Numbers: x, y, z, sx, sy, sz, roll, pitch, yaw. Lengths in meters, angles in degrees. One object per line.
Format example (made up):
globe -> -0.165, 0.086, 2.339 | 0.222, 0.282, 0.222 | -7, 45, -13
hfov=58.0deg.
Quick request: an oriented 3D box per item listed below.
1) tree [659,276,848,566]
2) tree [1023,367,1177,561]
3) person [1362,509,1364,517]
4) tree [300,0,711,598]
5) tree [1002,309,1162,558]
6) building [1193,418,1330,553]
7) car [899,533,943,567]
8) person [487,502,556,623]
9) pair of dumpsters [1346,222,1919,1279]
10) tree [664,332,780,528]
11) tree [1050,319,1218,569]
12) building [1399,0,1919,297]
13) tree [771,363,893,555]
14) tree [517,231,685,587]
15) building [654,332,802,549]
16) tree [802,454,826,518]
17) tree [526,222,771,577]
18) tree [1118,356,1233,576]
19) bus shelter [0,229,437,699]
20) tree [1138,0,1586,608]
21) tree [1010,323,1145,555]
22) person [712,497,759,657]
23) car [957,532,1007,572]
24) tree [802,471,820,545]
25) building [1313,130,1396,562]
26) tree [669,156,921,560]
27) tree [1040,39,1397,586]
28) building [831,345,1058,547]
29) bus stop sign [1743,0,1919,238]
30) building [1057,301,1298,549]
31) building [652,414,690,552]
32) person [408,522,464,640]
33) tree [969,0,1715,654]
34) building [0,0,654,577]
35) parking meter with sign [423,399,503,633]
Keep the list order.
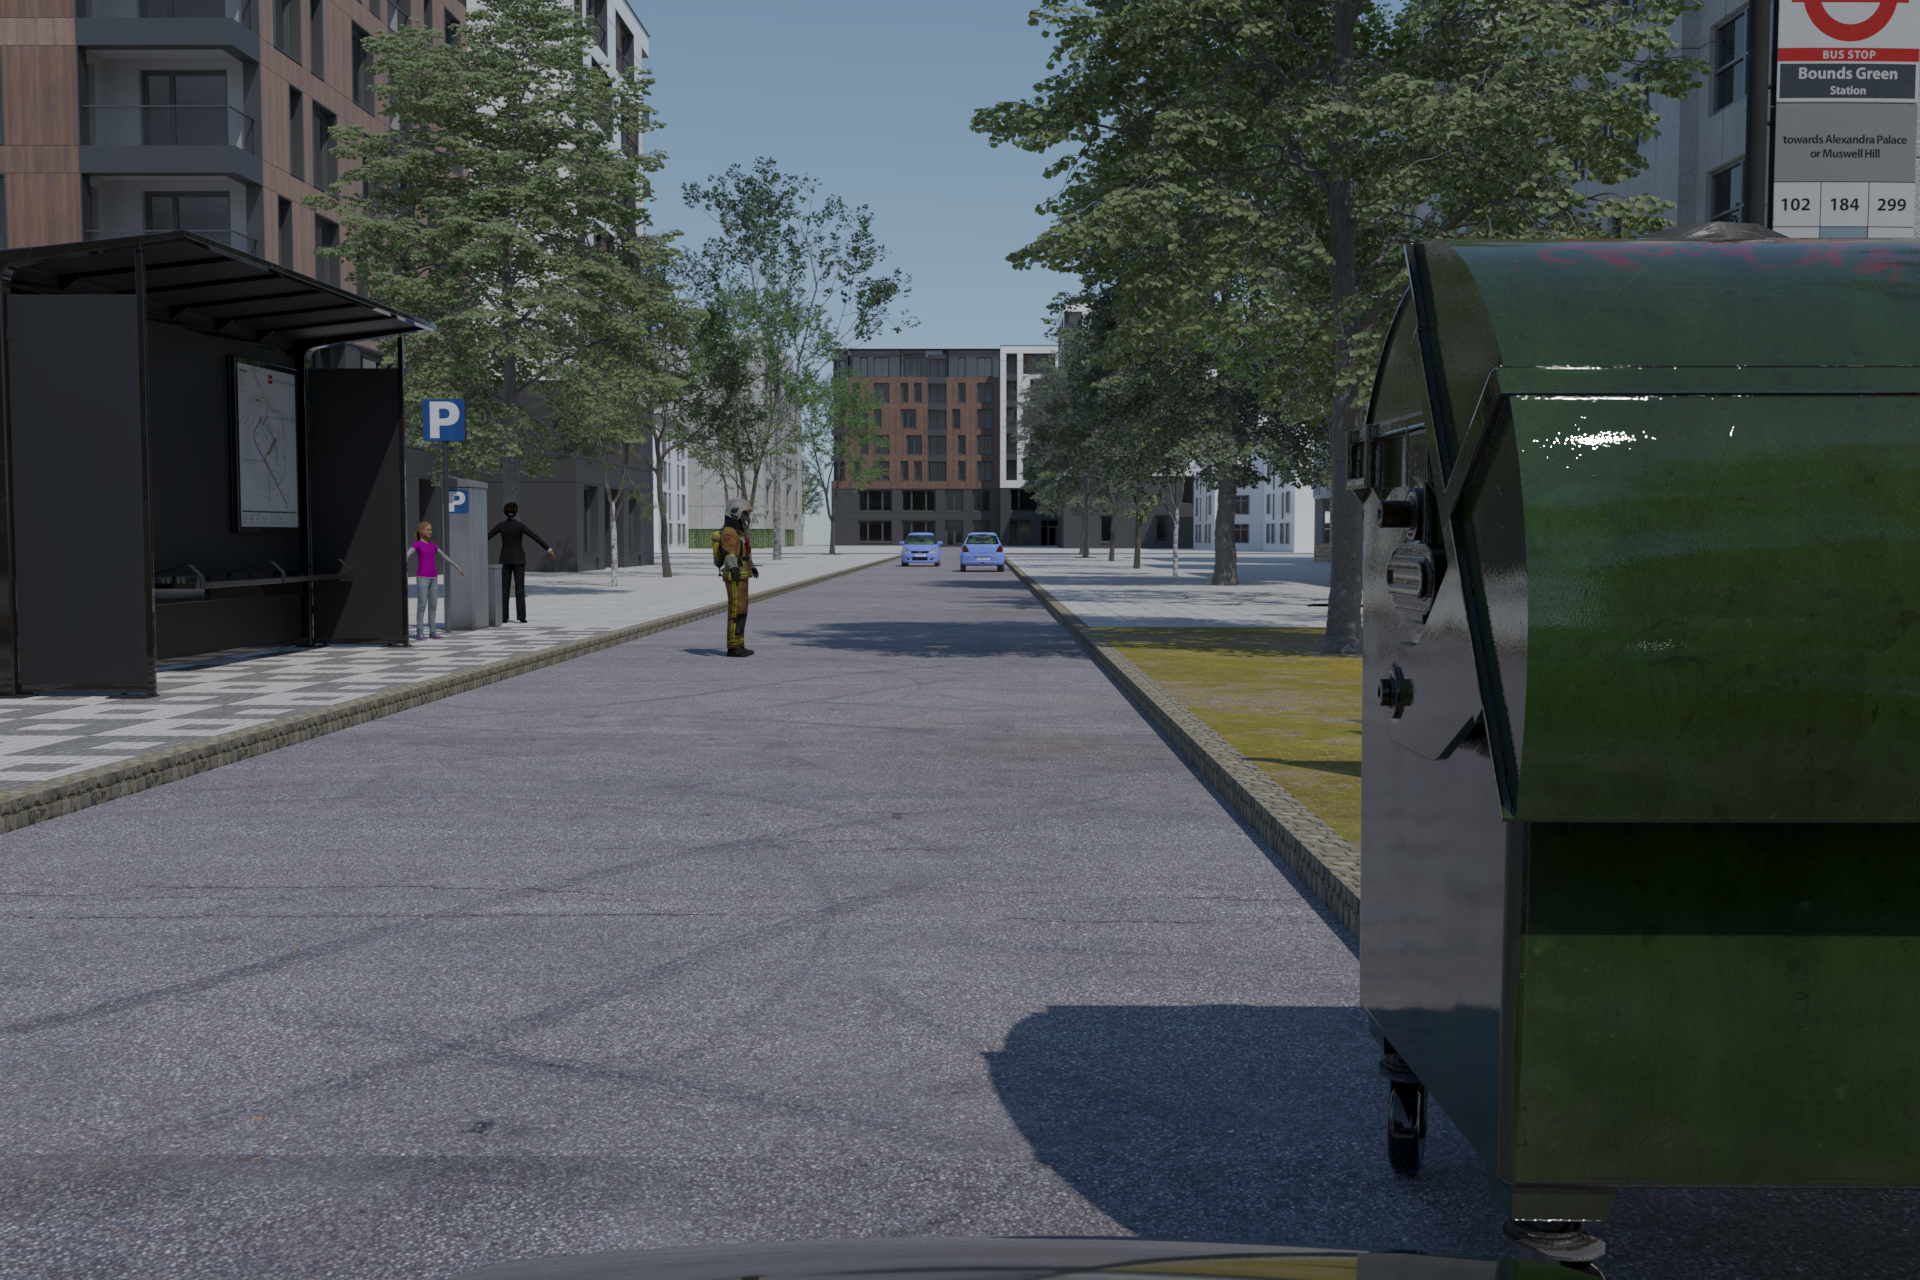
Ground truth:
tree -> -8.392, -8.753, 68.872 | 9.928, 11.665, 9.643 | 0, 3, 0
tree -> 7.122, -8.966, 81.004 | 8.767, 10.594, 7.601 | 0, 4, -1
person -> 7.568, -1.660, 33.283 | 0.704, 1.843, 1.345 | 1, 4, 22
tree -> -8.872, -7.107, 34.330 | 7.486, 12.596, 7.792 | 0, 3, 0
tree -> 6.857, -11.136, 92.449 | 12.009, 13.543, 11.850 | 0, 3, 0
building -> 24.150, -11.736, 134.027 | 9.099, 9.664, 28.070 | 0, 4, 1
car -> -1.732, -4.143, 77.330 | 1.945, 1.707, 3.694 | 0, 4, 1
person -> -6.431, -1.116, 24.963 | 1.216, 1.740, 0.721 | 0, 4, 1
pair of dumpsters -> 3.036, 0.095, 3.391 | 4.436, 2.255, 1.574 | 0, 4, 1
tree -> -8.118, -6.842, 62.232 | 4.360, 8.622, 3.978 | 0, 3, 0
tree -> 6.858, -7.923, 63.951 | 7.601, 10.594, 8.767 | -2, 4, -27
building -> 23.364, -10.873, 44.237 | 16.747, 18.905, 31.486 | 0, 4, 1
tree -> -7.984, -11.078, 106.875 | 9.928, 11.665, 9.643 | 0, 3, 0
tree -> -8.350, -5.622, 42.279 | 4.360, 8.622, 3.978 | 0, 3, 0
building -> -25.367, -18.423, 167.678 | 16.747, 18.905, 31.486 | 0, 4, 1
tree -> -19.049, -16.349, 201.710 | 7.601, 10.594, 8.767 | 0, 4, 3
tree -> -9.019, -7.136, 51.083 | 7.601, 10.594, 8.767 | 0, 4, 2
tree -> 6.581, -6.252, 52.583 | 4.737, 8.622, 4.395 | 0, 3, 0
bus shelter -> -6.788, -1.544, 16.525 | 1.731, 3.624, 6.357 | 0, 4, 1
tree -> 6.827, -6.397, 30.342 | 9.928, 11.665, 9.643 | 0, 3, 0
tree -> 7.754, -12.229, 106.601 | 9.857, 13.997, 8.962 | 0, 3, 0
person -> -2.581, -0.737, 20.276 | 0.705, 1.858, 1.354 | 0, 4, 3
car -> 0.839, -3.486, 66.585 | 1.945, 1.707, 3.694 | 0, 4, 0
tree -> -17.939, -14.961, 194.971 | 4.737, 8.622, 4.395 | 0, 3, 0
building -> 21.787, -13.696, 80.357 | 16.016, 20.090, 11.380 | 0, 4, 0
tree -> -8.329, -14.037, 85.395 | 12.611, 20.169, 13.585 | 0, 3, 0
tree -> 6.716, -8.335, 42.935 | 9.857, 13.997, 8.962 | 0, 3, 0
building -> 2.222, -21.618, 199.884 | 32.646, 21.610, 27.936 | 0, 4, 0
bus stop sign -> 3.482, -1.128, 7.149 | 0.855, 3.939, 0.416 | 0, 4, 1
building -> 23.355, -19.847, 168.477 | 27.936, 21.610, 32.646 | 0, 4, 1
building -> -25.700, -11.833, 135.618 | 9.099, 9.664, 28.070 | 0, 4, 0
person -> -6.430, -0.718, 21.011 | 0.599, 1.433, 0.991 | 2, 4, 33
tree -> 3.973, -6.153, 18.725 | 7.486, 12.596, 7.792 | 0, 3, 0
building -> -26.764, -12.929, 55.364 | 27.936, 21.610, 32.646 | 0, 4, 0
parking meter with sign -> -6.609, -1.649, 23.223 | 0.543, 3.016, 1.738 | 0, 4, 2
